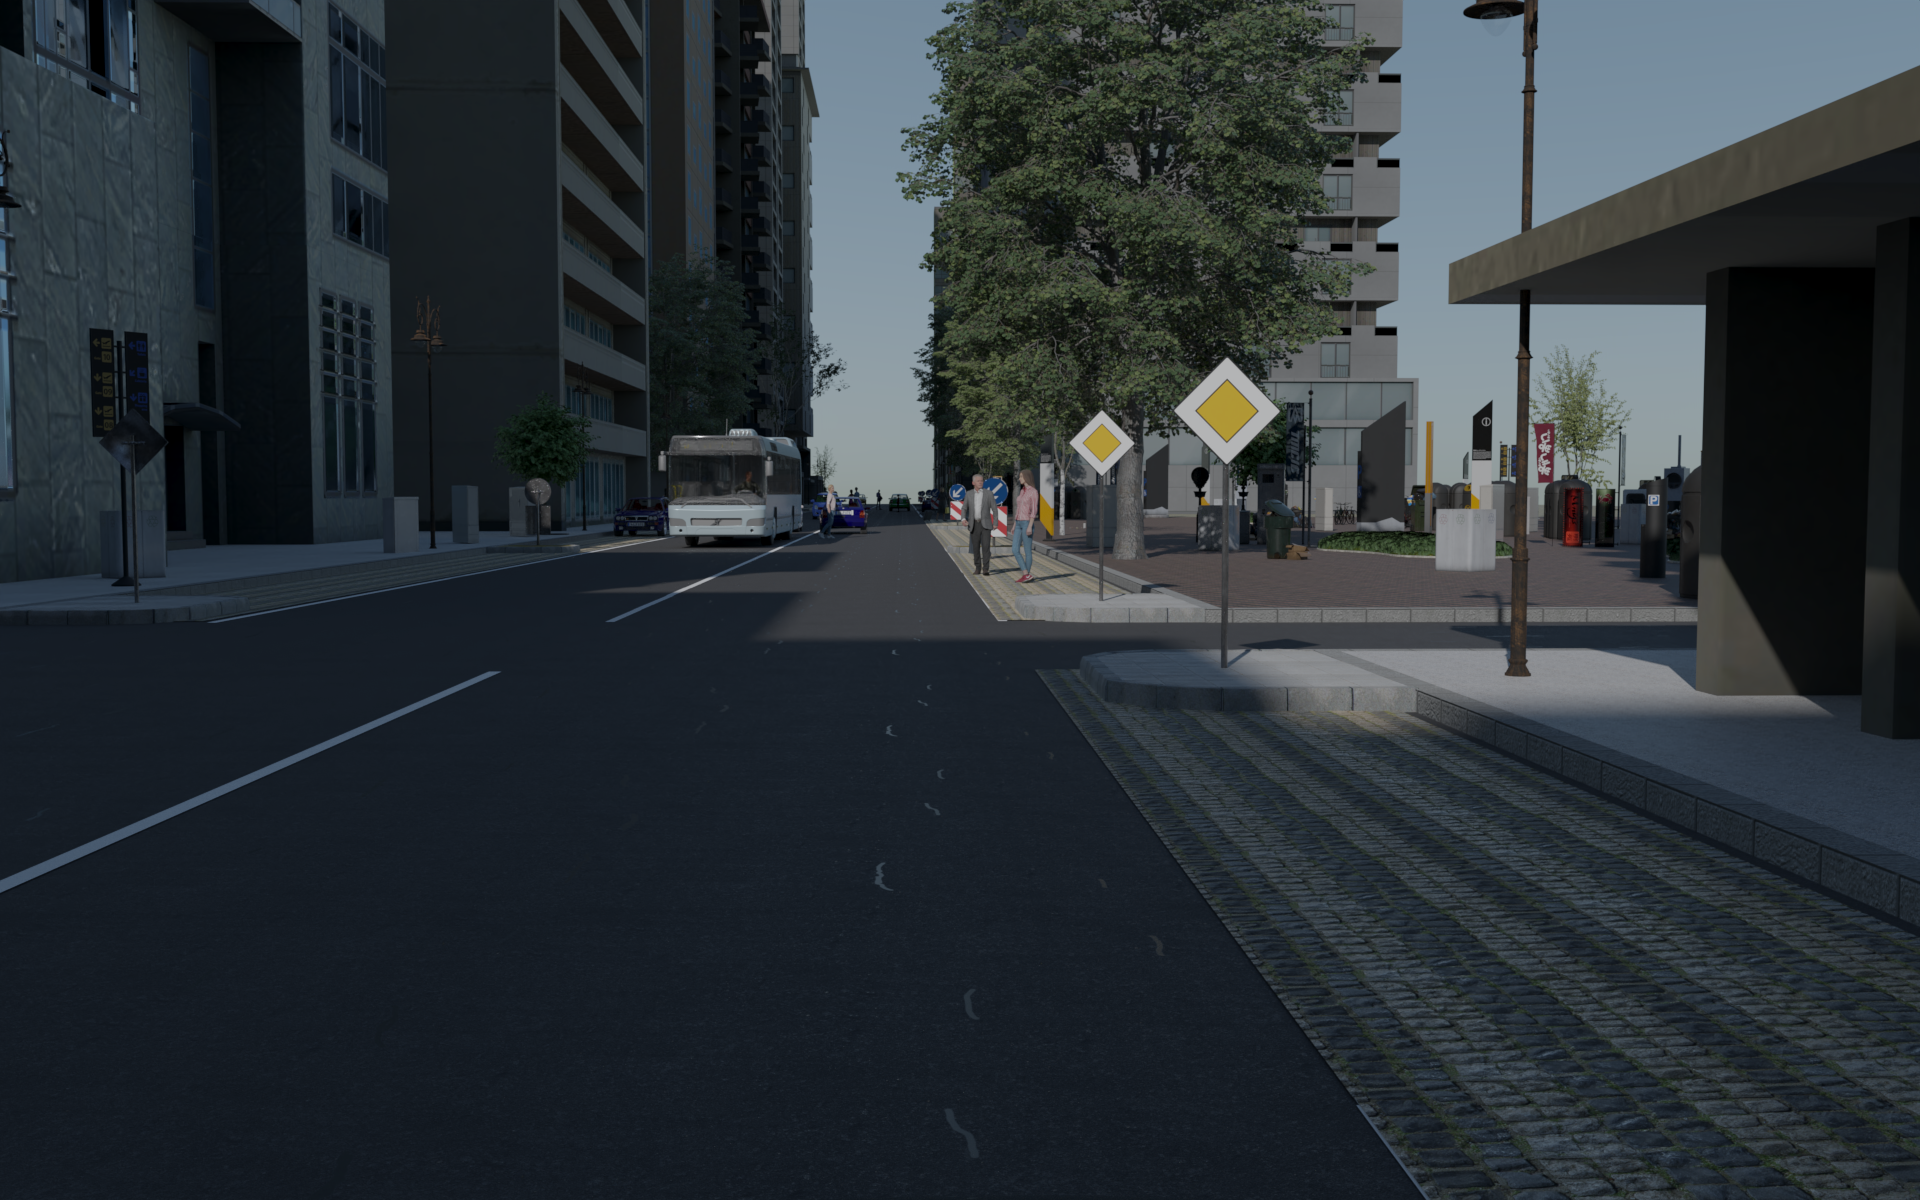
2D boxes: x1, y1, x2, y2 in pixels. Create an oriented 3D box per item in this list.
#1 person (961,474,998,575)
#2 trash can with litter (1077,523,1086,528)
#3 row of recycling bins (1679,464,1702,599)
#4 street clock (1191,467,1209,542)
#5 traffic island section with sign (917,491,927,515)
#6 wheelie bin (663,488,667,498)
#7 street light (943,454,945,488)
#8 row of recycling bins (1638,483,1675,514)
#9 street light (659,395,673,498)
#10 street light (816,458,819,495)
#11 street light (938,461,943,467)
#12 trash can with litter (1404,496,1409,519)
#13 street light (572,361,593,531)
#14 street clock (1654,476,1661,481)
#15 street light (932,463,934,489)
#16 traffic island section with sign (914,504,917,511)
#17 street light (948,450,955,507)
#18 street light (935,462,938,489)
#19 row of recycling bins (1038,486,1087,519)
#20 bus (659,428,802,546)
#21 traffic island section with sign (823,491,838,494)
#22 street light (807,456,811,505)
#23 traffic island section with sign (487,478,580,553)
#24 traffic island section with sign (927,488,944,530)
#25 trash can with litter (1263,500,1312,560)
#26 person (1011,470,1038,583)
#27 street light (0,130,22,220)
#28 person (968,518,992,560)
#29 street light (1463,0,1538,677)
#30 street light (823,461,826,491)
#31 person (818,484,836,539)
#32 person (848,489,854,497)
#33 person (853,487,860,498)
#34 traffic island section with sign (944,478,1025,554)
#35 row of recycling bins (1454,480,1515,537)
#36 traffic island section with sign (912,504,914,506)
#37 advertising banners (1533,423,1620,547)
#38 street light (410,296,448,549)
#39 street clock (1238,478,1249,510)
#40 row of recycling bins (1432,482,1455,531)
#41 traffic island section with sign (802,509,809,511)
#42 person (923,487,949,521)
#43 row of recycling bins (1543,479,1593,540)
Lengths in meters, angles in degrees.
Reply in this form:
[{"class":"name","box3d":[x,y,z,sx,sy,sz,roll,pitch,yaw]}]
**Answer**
[{"class":"person","box3d":[0.345,-1.313,30.373,0.661,1.777,0.834,0,4,0]},{"class":"trash can with litter","box3d":[5.199,-3.248,64.166,1.678,1.210,2.233,-2,4,-26]},{"class":"row of recycling bins","box3d":[10.615,-0.843,20.894,3.534,1.692,1.069,1,4,16]},{"class":"street clock","box3d":[6.359,-2.528,45.896,0.471,2.002,0.358,1,4,12]},{"class":"traffic island section with sign","box3d":[-1.844,-6.859,120.771,1.989,1.847,2.006,0,4,-2]},{"class":"wheelie bin","box3d":[-15.657,-5.255,93.826,0.980,1.594,0.693,0,4,-5]},{"class":"street light","box3d":[-1.157,-12.184,172.002,0.468,5.910,1.993,0,4,-2]},{"class":"row of recycling bins","box3d":[26.278,-3.425,63.106,1.069,1.692,3.534,-2,4,-34]},{"class":"street light","box3d":[-13.684,-6.612,80.894,0.468,5.910,1.993,0,4,-2]},{"class":"street light","box3d":[-18.110,-15.147,220.442,0.468,5.910,1.993,0,4,-2]},{"class":"street light","box3d":[-1.871,-13.515,193.755,0.468,5.910,1.993,0,4,-2]},{"class":"trash can with litter","box3d":[22.016,-4.639,86.899,1.678,1.210,2.233,-3,5,-42]},{"class":"street light","box3d":[-13.154,-5.365,60.508,0.468,5.910,1.993,0,4,-2]},{"class":"street clock","box3d":[27.907,-3.962,69.347,0.358,2.002,0.471,1,4,13]},{"class":"street light","box3d":[-3.206,-16.010,234.549,0.468,5.910,1.993,0,4,-2]},{"class":"traffic island section with sign","box3d":[-2.723,-8.507,147.712,1.989,1.847,2.006,0,4,-2]},{"class":"street light","box3d":[-0.568,-10.962,152.021,0.468,5.910,1.993,0,4,-2]},{"class":"street light","box3d":[-2.585,-14.773,214.332,0.468,5.910,1.993,0,4,-2]},{"class":"row of recycling bins","box3d":[5.335,-5.076,90.112,1.069,1.692,3.534,-3,4,-36]},{"class":"bus","box3d":[-6.464,-3.436,51.041,2.948,3.499,13.247,0,4,-1]},{"class":"traffic island section with sign","box3d":[-15.637,-11.874,202.774,1.989,1.847,2.006,0,4,-2]},{"class":"street light","box3d":[-17.520,-13.900,200.057,0.468,5.910,1.993,0,4,-2]},{"class":"traffic island section with sign","box3d":[-10.441,-2.080,42.635,1.989,1.847,2.006,0,4,-2]},{"class":"traffic island section with sign","box3d":[-0.222,-3.775,70.350,1.989,1.847,2.006,0,4,-2]},{"class":"trash can with litter","box3d":[6.489,-1.392,34.139,0.624,1.170,1.055,-3,4,-37]},{"class":"person","box3d":[1.018,-1.177,27.753,0.388,1.821,0.555,-3,5,-42]},{"class":"street light","box3d":[-11.701,-2.922,20.555,0.468,5.910,1.993,0,4,-2]},{"class":"person","box3d":[0.417,-1.754,37.595,0.576,1.772,0.534,1,4,19]},{"class":"street light","box3d":[3.941,-2.402,12.059,0.468,5.910,1.993,0,4,-2]},{"class":"street light","box3d":[-18.875,-16.422,241.288,0.468,5.910,1.993,0,4,-2]},{"class":"person","box3d":[-4.265,-2.844,55.679,0.598,1.740,0.731,-1,4,-18]},{"class":"person","box3d":[-7.089,-6.281,111.877,0.721,1.739,1.217,3,5,40]},{"class":"person","box3d":[-5.675,-5.325,95.580,0.581,1.822,0.654,-3,5,-44]},{"class":"traffic island section with sign","box3d":[0.690,-2.061,42.318,1.989,1.847,2.006,0,4,-2]},{"class":"row of recycling bins","box3d":[16.441,-2.840,53.540,1.069,1.692,3.534,0,4,-1]},{"class":"traffic island section with sign","box3d":[-4.503,-11.903,203.246,1.989,1.847,2.006,0,4,-2]},{"class":"advertising banners","box3d":[14.973,-2.811,42.152,2.074,3.025,0.090,2,4,35]},{"class":"street light","box3d":[-12.386,-4.143,40.533,0.468,5.910,1.993,0,4,-2]},{"class":"street clock","box3d":[8.976,-3.077,54.881,0.358,2.002,0.471,1,4,11]},{"class":"row of recycling bins","box3d":[18.152,-3.314,61.296,3.534,1.692,1.069,0,4,-6]},{"class":"traffic island section with sign","box3d":[-13.845,-8.485,147.363,1.989,1.847,2.006,0,4,-2]},{"class":"person","box3d":[-1.220,-5.097,92.046,0.699,1.804,1.509,-3,5,-42]},{"class":"row of recycling bins","box3d":[17.386,-2.605,49.700,1.069,1.692,3.534,1,4,10]}]
